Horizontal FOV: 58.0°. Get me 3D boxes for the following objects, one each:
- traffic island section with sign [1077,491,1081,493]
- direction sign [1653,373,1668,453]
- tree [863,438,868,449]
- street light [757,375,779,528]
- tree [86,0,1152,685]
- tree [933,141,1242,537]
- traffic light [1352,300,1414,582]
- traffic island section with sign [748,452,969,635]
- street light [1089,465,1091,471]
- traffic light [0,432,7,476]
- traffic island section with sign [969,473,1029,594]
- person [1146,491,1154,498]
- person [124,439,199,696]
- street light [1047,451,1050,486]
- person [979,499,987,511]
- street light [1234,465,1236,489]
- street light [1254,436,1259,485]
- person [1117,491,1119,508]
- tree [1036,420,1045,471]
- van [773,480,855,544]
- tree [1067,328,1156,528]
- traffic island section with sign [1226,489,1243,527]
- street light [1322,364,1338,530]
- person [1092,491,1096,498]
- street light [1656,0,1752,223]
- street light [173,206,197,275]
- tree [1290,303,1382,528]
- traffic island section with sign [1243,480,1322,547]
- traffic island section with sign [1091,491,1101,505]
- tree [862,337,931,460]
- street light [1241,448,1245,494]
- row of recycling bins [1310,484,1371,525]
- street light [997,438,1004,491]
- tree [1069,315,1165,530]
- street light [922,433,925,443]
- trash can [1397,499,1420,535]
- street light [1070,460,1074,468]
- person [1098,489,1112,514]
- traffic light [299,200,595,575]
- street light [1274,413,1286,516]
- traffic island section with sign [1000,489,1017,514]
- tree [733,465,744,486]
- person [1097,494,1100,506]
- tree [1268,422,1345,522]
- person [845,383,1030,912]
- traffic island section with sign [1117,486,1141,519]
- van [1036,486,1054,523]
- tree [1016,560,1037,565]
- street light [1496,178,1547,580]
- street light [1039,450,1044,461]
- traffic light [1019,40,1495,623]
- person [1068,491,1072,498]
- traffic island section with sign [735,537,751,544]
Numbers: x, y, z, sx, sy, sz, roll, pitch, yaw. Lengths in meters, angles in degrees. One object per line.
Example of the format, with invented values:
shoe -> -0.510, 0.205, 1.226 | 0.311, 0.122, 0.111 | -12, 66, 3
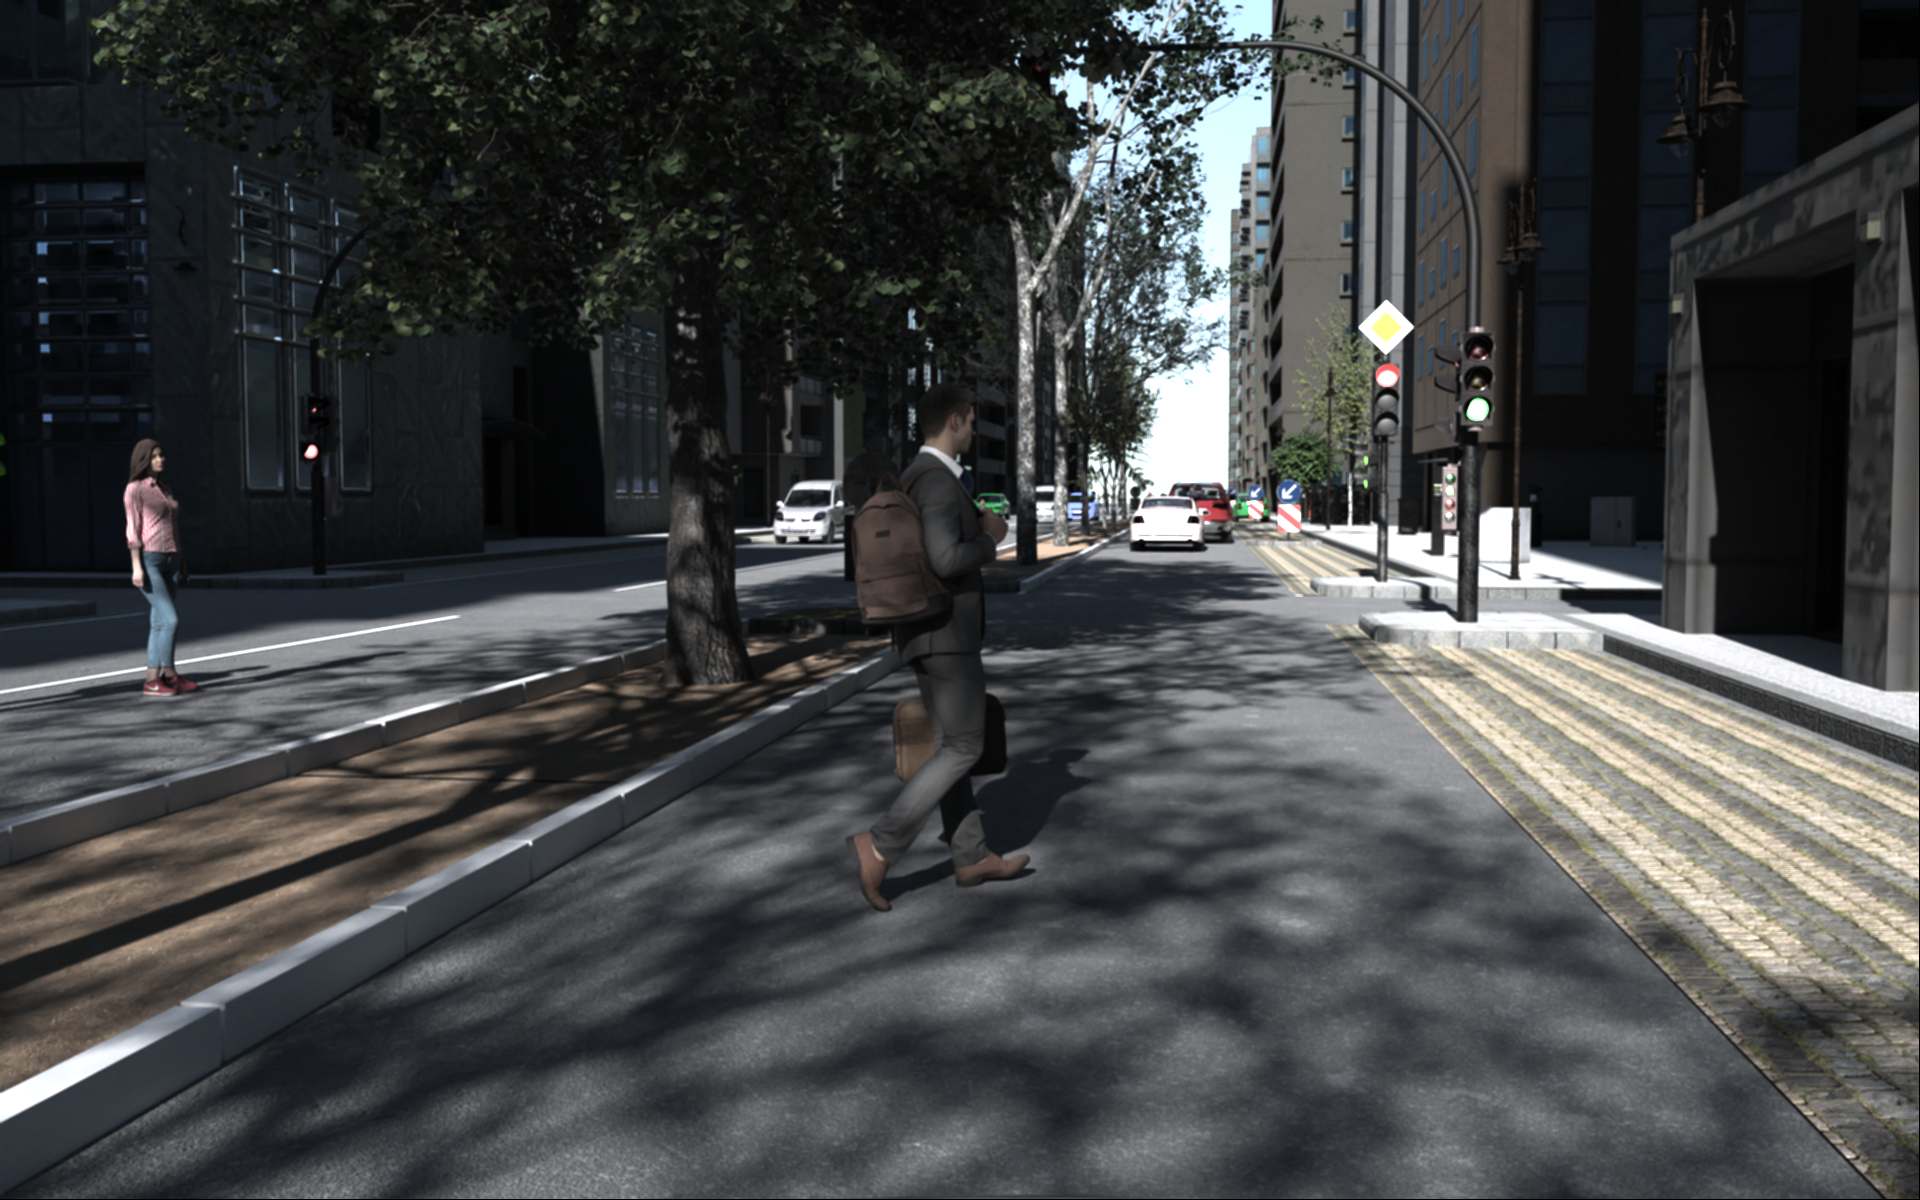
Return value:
traffic island section with sign -> 14.384, -12.155, 207.363 | 1.989, 1.847, 2.006 | 0, 4, 8
direction sign -> 13.403, -2.467, 32.326 | 0.876, 3.537, 0.379 | 2, 4, 29
tree -> -5.756, -6.122, 83.810 | 4.285, 4.588, 4.351 | 0, 3, 0
street light -> -7.238, -5.666, 65.424 | 0.468, 5.910, 1.993 | 0, 4, 8
tree -> -1.931, -6.335, 12.693 | 9.857, 13.997, 8.962 | 0, 3, 0
tree -> 4.229, -8.903, 58.393 | 12.009, 13.543, 11.850 | 0, 3, 0
traffic light -> 6.150, -2.219, 25.201 | 0.839, 4.253, 0.868 | 0, 4, 8
traffic island section with sign -> -1.055, -0.633, 18.479 | 2.006, 1.907, 1.989 | 0, 4, 8
street light -> 19.396, -17.487, 258.695 | 0.468, 5.910, 1.993 | 0, 4, 8
traffic light -> -11.244, -1.870, 19.495 | 0.839, 4.253, 0.868 | 0, 4, 8
traffic island section with sign -> -0.042, -1.081, 25.817 | 2.006, 1.907, 1.989 | 0, 4, 8
person -> 25.526, -13.704, 232.501 | 1.348, 1.831, 0.705 | -2, 4, -28
person -> -5.708, -0.232, 12.309 | 0.388, 1.821, 0.555 | 0, 4, 1
street light -> 9.517, -13.050, 186.155 | 0.468, 5.910, 1.993 | 0, 4, 8
person -> 1.361, -4.818, 92.779 | 0.738, 1.151, 1.012 | 3, 4, 39
street light -> 34.995, -15.163, 220.696 | 0.468, 5.910, 1.993 | 0, 4, 8
street light -> 23.717, -10.149, 138.721 | 0.468, 5.910, 1.993 | 0, 4, 8
person -> 15.892, -10.099, 174.446 | 0.721, 1.723, 1.217 | 0, 4, 6
tree -> 6.705, -13.600, 172.724 | 4.737, 8.622, 4.395 | 0, 3, 0
van -> -4.248, -2.679, 50.814 | 2.013, 2.044, 4.112 | 1, 4, 9
tree -> 6.984, -7.727, 79.162 | 4.737, 8.622, 4.395 | 0, 3, 0
traffic island section with sign -> 12.613, -4.040, 74.679 | 1.989, 1.847, 2.006 | 0, 4, 8
street light -> 13.213, -5.455, 61.969 | 0.468, 5.910, 1.993 | 0, 4, 8
person -> 14.465, -11.058, 190.024 | 1.217, 1.735, 0.721 | -3, 4, -37
street light -> 7.083, -2.683, 16.648 | 0.468, 5.910, 1.993 | 0, 4, 8
street light -> -12.067, -3.385, 28.133 | 0.468, 5.910, 1.993 | 0, 4, 8
tree -> 14.806, -7.066, 65.887 | 4.737, 8.622, 4.395 | 0, 3, 0
traffic island section with sign -> 8.965, -2.406, 47.971 | 1.989, 1.847, 2.006 | 0, 4, 8
traffic island section with sign -> 18.124, -13.826, 234.689 | 1.989, 1.847, 2.006 | 0, 4, 8
tree -> -3.917, -9.731, 93.522 | 7.601, 10.594, 8.767 | 0, 4, 1
street light -> 30.134, -12.950, 184.515 | 0.468, 5.910, 1.993 | 0, 4, 8
row of recycling bins -> 16.062, -4.046, 73.271 | 1.069, 1.692, 3.534 | -2, 4, -26
street light -> 3.259, -10.264, 140.609 | 0.468, 5.910, 1.993 | 0, 4, 8
tree -> 6.145, -7.089, 68.727 | 4.360, 8.622, 3.978 | 0, 3, 0
street light -> -1.777, -8.012, 103.778 | 0.468, 5.910, 1.993 | 0, 4, 8
trash can -> 14.137, -2.628, 54.614 | 0.748, 1.137, 0.748 | 0, 3, 0
street light -> 14.393, -15.263, 222.335 | 0.468, 5.910, 1.993 | 0, 4, 8
person -> 10.316, -6.973, 122.513 | 1.348, 1.823, 0.705 | -2, 4, -27
traffic light -> -8.077, -3.210, 27.159 | 4.771, 5.953, 1.251 | 0, 4, 8
street light -> 18.841, -7.936, 102.541 | 0.468, 5.910, 1.993 | 0, 4, 8
traffic island section with sign -> 3.267, -7.184, 126.087 | 1.989, 1.847, 2.006 | 0, 4, 8
tree -> -8.607, -4.027, 60.438 | 1.663, 3.219, 1.824 | 0, 3, 0
person -> 13.211, -9.402, 165.477 | 0.557, 1.426, 1.065 | 1, 4, 10
tree -> 15.746, -5.833, 79.076 | 4.285, 4.588, 4.351 | 0, 3, 0
person -> -0.098, 0.138, 6.213 | 0.822, 1.834, 0.622 | -2, 4, -29
traffic island section with sign -> 10.126, -5.635, 100.267 | 2.006, 1.907, 1.989 | 0, 4, 8
van -> 4.208, -4.720, 84.186 | 2.013, 2.044, 4.112 | 1, 4, 9
tree -> 2.427, -10.689, 33.109 | 12.611, 20.169, 13.585 | 0, 3, 0
street light -> 8.316, -3.242, 25.792 | 0.468, 5.910, 1.993 | 0, 4, 8
street light -> 8.277, -12.478, 176.801 | 0.468, 5.910, 1.993 | 0, 4, 8
traffic light -> 2.984, -2.616, 17.431 | 4.771, 5.953, 1.251 | 0, 4, 8
person -> 11.256, -10.279, 177.224 | 0.621, 1.740, 0.551 | 1, 4, 11
traffic island section with sign -> -7.122, -2.534, 50.052 | 1.989, 1.847, 2.006 | 0, 4, 8
